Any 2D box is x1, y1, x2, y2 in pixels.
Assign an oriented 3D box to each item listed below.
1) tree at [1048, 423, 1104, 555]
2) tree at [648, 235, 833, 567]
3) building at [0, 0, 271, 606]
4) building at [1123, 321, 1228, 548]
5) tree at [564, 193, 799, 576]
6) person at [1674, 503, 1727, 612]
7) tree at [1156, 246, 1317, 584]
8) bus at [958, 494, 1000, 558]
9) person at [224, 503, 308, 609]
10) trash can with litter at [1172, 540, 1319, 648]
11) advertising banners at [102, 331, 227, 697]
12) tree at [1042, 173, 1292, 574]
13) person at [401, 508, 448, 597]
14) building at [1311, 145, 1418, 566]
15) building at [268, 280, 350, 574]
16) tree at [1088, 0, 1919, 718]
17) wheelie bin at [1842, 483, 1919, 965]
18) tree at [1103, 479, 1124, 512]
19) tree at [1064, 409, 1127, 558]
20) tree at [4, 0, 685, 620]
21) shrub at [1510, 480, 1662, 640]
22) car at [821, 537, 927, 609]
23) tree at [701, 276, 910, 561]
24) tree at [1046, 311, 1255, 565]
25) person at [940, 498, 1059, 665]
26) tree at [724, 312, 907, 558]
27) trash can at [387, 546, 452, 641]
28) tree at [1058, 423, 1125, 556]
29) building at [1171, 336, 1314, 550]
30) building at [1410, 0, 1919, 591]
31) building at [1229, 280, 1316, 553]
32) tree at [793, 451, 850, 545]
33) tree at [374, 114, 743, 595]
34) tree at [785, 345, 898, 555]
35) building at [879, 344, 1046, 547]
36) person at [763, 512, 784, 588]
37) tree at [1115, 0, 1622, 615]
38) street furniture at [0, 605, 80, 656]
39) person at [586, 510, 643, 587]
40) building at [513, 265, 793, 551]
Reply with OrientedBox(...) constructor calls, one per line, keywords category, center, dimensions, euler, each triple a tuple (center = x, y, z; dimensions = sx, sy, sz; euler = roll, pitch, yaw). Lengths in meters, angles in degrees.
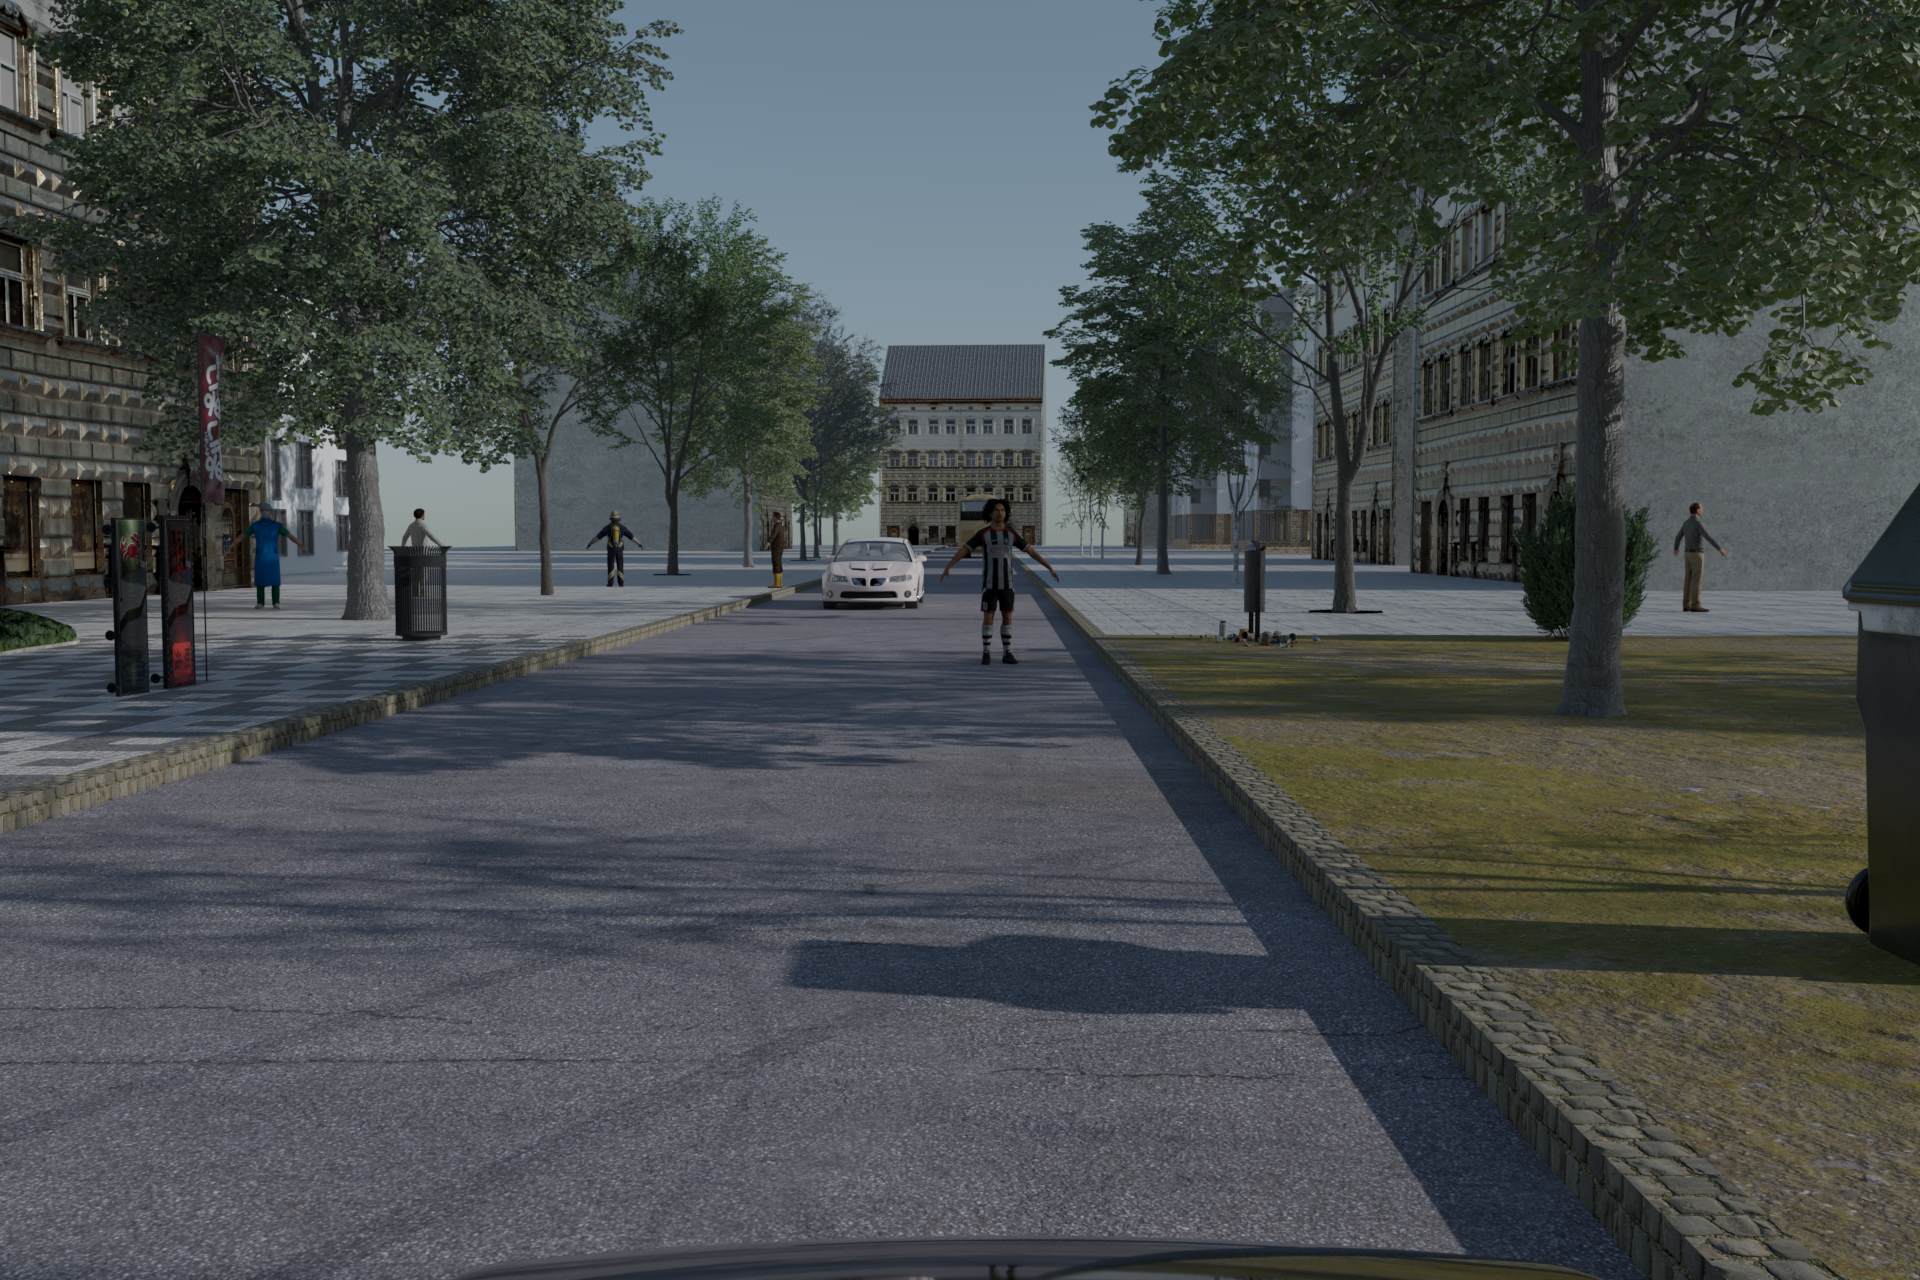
OrientedBox(category="tree", center=(7.350, -9.424, 104.443), dimensions=(4.360, 8.622, 3.978), euler=(0, 3, 0))
OrientedBox(category="tree", center=(-8.388, -9.046, 66.033), dimensions=(7.486, 12.596, 7.792), euler=(0, 3, 0))
OrientedBox(category="building", center=(-26.165, -12.317, 32.304), dimensions=(19.493, 23.208, 18.063), euler=(0, 4, 2))
OrientedBox(category="building", center=(25.928, -20.653, 168.598), dimensions=(19.493, 23.208, 18.063), euler=(0, 4, 1))
OrientedBox(category="tree", center=(-8.849, -7.799, 53.262), dimensions=(9.928, 11.665, 9.643), euler=(0, 3, 0))
OrientedBox(category="person", center=(12.113, -1.360, 28.512), dimensions=(0.705, 1.796, 1.348), euler=(-1, 4, -11))
OrientedBox(category="tree", center=(7.120, -5.745, 44.288), dimensions=(4.360, 8.622, 3.978), euler=(0, 3, 0))
OrientedBox(category="bus", center=(1.276, -7.034, 106.549), dimensions=(2.896, 3.916, 12.252), euler=(0, 4, 1))
OrientedBox(category="person", center=(-11.934, -1.449, 29.822), dimensions=(1.347, 1.817, 0.704), euler=(-1, 4, -16))
OrientedBox(category="trash can with litter", center=(3.449, -0.581, 20.550), dimensions=(1.678, 1.210, 2.233), euler=(0, 4, 1))
OrientedBox(category="advertising banners", center=(-6.578, -1.118, 14.475), dimensions=(0.090, 3.025, 2.074), euler=(0, 4, 3))
OrientedBox(category="tree", center=(6.476, -8.338, 54.451), dimensions=(7.486, 12.596, 7.792), euler=(0, 3, 0))
OrientedBox(category="person", center=(-10.989, -1.783, 35.333), dimensions=(1.347, 1.806, 0.705), euler=(2, 4, 33))
OrientedBox(category="building", center=(26.979, -15.134, 78.362), dimensions=(19.493, 23.208, 18.063), euler=(0, 4, 1))
OrientedBox(category="building", center=(-25.957, -7.173, 59.430), dimensions=(9.099, 9.664, 28.070), euler=(0, 3, 0))
OrientedBox(category="tree", center=(4.466, -5.766, 12.402), dimensions=(7.486, 12.596, 7.792), euler=(0, 3, 0))
OrientedBox(category="wheelie bin", center=(3.118, 0.166, 5.199), dimensions=(0.693, 1.594, 0.980), euler=(0, 3, 0))
OrientedBox(category="tree", center=(20.477, -17.701, 199.778), dimensions=(12.009, 13.543, 11.850), euler=(0, 3, 0))
OrientedBox(category="tree", center=(7.565, -8.649, 91.767), dimensions=(4.360, 8.622, 3.978), euler=(0, 3, 0))
OrientedBox(category="tree", center=(-8.927, -7.271, 25.540), dimensions=(9.857, 13.997, 8.962), euler=(0, 3, 0))
OrientedBox(category="shrub", center=(7.602, -1.041, 21.063), dimensions=(1.661, 2.075, 1.752), euler=(0, 3, 0))
OrientedBox(category="car", center=(-1.693, -1.372, 34.786), dimensions=(2.083, 1.381, 4.827), euler=(0, 4, 1))
OrientedBox(category="tree", center=(-7.538, -10.518, 82.335), dimensions=(12.009, 13.543, 11.850), euler=(0, 3, 0))
OrientedBox(category="tree", center=(7.492, -8.336, 70.710), dimensions=(8.767, 10.594, 7.601), euler=(-2, 4, -26))
OrientedBox(category="person", center=(0.421, -0.641, 19.083), dimensions=(1.345, 1.843, 0.704), euler=(-1, 4, -13))
OrientedBox(category="tree", center=(-7.952, -11.231, 93.998), dimensions=(12.009, 13.543, 11.850), euler=(0, 3, 0))
OrientedBox(category="trash can", center=(-6.523, -0.569, 20.950), dimensions=(0.748, 1.137, 0.748), euler=(0, 3, 0))
OrientedBox(category="tree", center=(7.800, -9.112, 99.344), dimensions=(4.737, 8.622, 4.395), euler=(0, 3, 0))
OrientedBox(category="building", center=(24.160, -18.240, 154.636), dimensions=(16.016, 20.090, 11.380), euler=(0, 4, 1))
OrientedBox(category="building", center=(23.951, -13.223, 47.132), dimensions=(19.493, 23.208, 18.063), euler=(0, 4, 1))
OrientedBox(category="building", center=(25.457, -16.701, 129.484), dimensions=(16.016, 20.090, 11.380), euler=(0, 4, 1))
OrientedBox(category="tree", center=(-15.572, -17.087, 197.495), dimensions=(7.486, 12.596, 7.792), euler=(0, 3, 0))
OrientedBox(category="tree", center=(-8.633, -6.236, 36.370), dimensions=(8.767, 10.594, 7.601), euler=(0, 4, 1))
OrientedBox(category="tree", center=(-7.595, -11.378, 104.153), dimensions=(7.486, 12.596, 7.792), euler=(0, 3, 0))
OrientedBox(category="building", center=(0.723, -22.410, 199.790), dimensions=(18.063, 23.208, 19.493), euler=(0, 4, 4))
OrientedBox(category="person", center=(-4.371, -2.134, 41.031), dimensions=(0.704, 1.812, 1.346), euler=(1, 4, 9))
OrientedBox(category="tree", center=(6.387, -6.248, 27.910), dimensions=(9.928, 11.665, 9.643), euler=(0, 3, 0))
OrientedBox(category="street furniture", center=(-11.434, -0.028, 16.079), dimensions=(5.734, 0.657, 10.072), euler=(-1, 4, -18))
OrientedBox(category="person", center=(-8.383, -2.221, 42.090), dimensions=(1.354, 1.856, 0.705), euler=(-1, 4, -17))
OrientedBox(category="building", center=(-23.813, -18.781, 137.997), dimensions=(19.493, 23.208, 18.063), euler=(0, 4, 2))
